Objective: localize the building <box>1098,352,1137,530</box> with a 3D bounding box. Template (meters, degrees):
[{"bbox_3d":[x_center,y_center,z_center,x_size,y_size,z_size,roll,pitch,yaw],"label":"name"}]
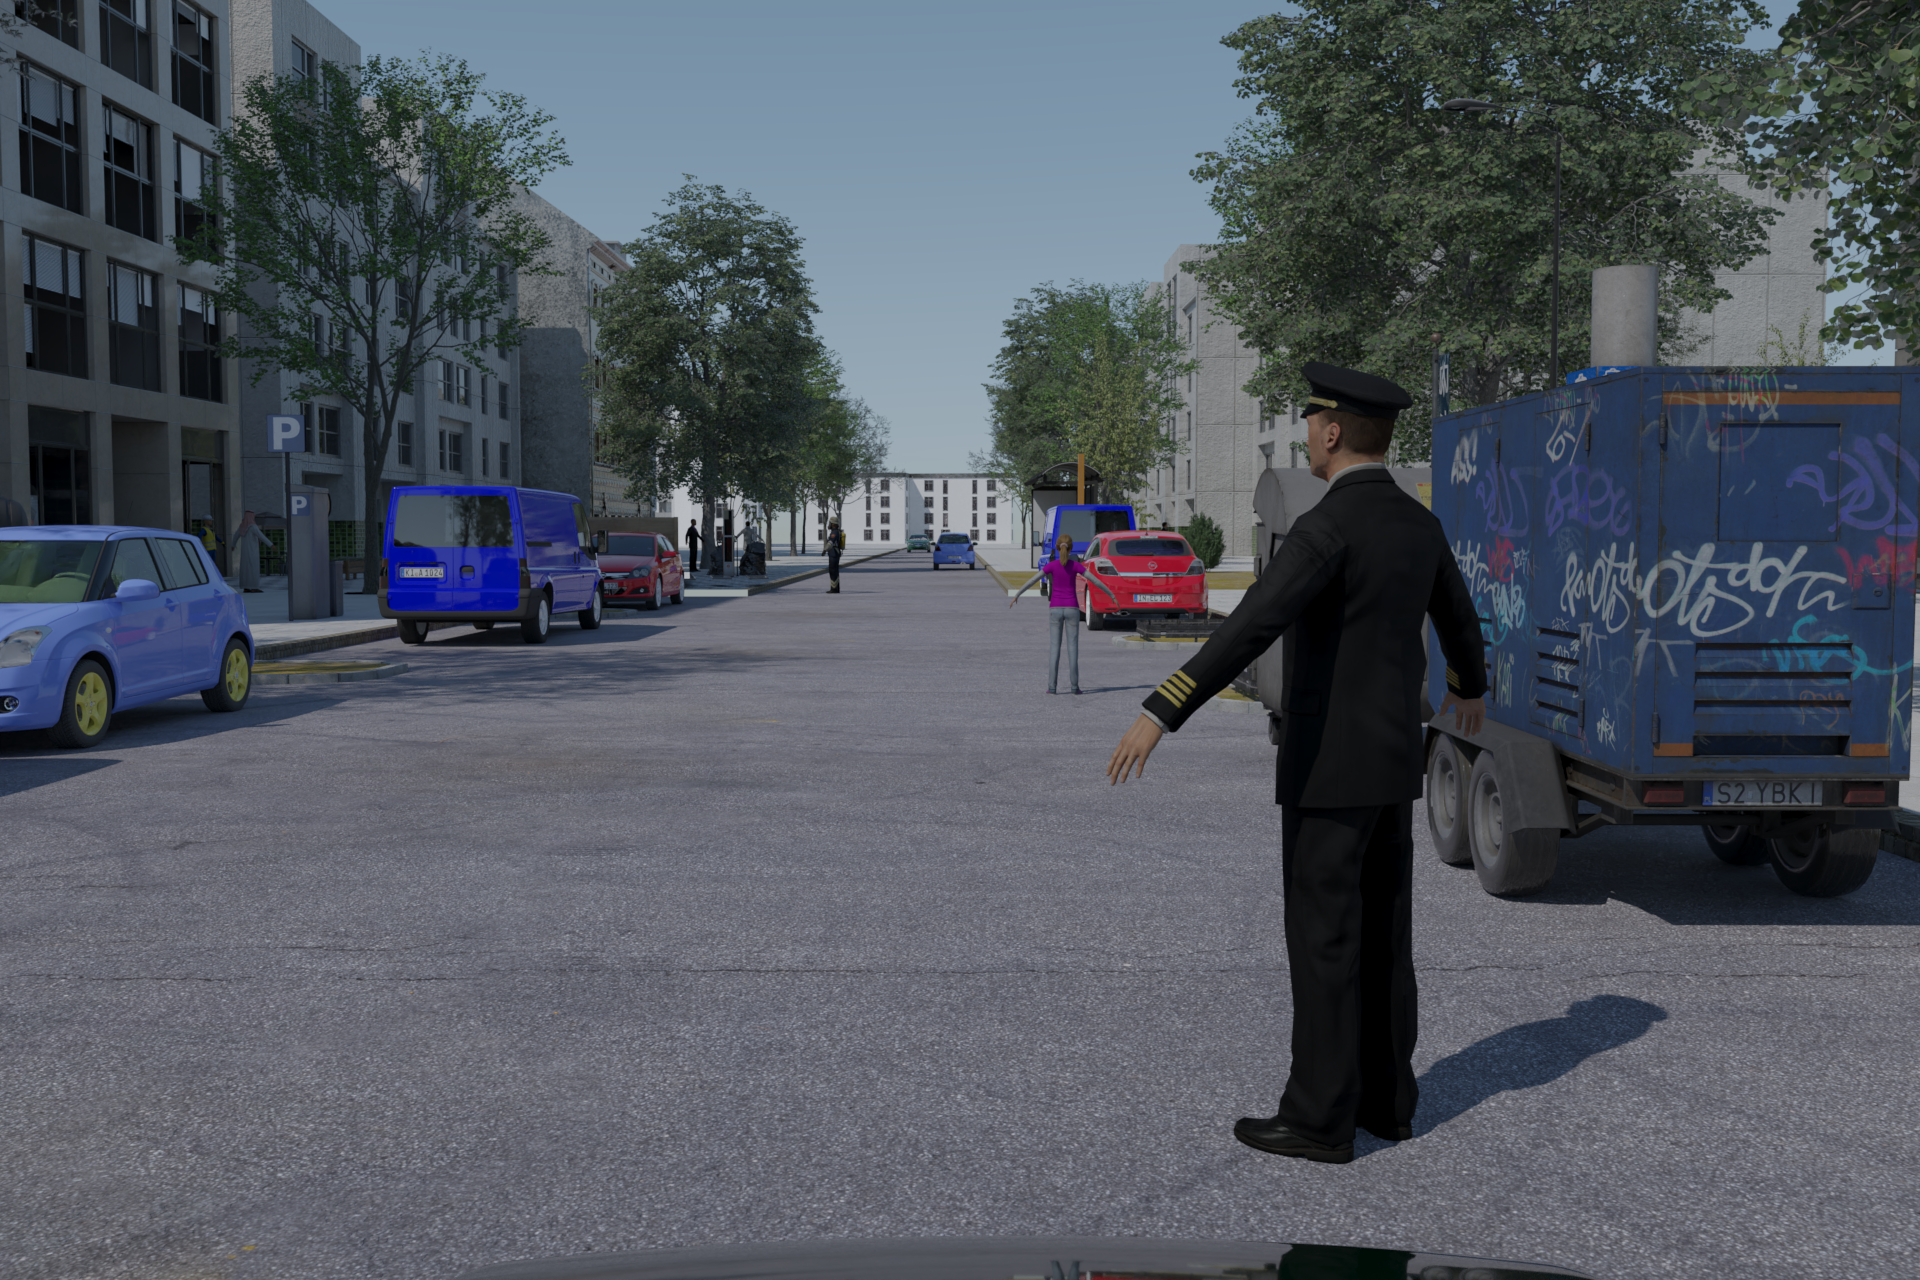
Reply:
[{"bbox_3d":[22.483,-18.404,167.365,16.747,18.905,31.486,0,4,-1],"label":"building"}]

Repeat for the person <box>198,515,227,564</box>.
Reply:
[{"bbox_3d":[-18.861,-2.275,43.661,0.721,1.772,1.216,0,4,6],"label":"person"}]

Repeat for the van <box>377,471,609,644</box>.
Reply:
[{"bbox_3d":[-6.371,-1.218,24.301,2.240,2.365,5.245,0,4,0],"label":"van"}]

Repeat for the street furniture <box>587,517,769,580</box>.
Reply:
[{"bbox_3d":[-10.717,-2.317,44.743,11.010,1.723,9.812,-1,4,-10],"label":"street furniture"}]

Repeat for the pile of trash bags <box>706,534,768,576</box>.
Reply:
[{"bbox_3d":[-6.998,-2.701,53.912,1.912,1.369,3.447,0,4,0],"label":"pile of trash bags"}]

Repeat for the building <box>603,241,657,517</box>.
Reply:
[{"bbox_3d":[-27.059,-15.696,113.043,16.016,20.090,11.380,0,3,0],"label":"building"}]

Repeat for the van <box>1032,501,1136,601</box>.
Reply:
[{"bbox_3d":[2.792,-2.083,38.438,2.240,2.365,5.245,0,4,0],"label":"van"}]

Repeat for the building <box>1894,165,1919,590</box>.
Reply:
[{"bbox_3d":[25.129,-11.044,28.793,9.793,21.092,18.267,0,4,0],"label":"building"}]

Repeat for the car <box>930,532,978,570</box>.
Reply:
[{"bbox_3d":[-0.239,-3.700,70.092,1.945,1.707,3.694,0,4,0],"label":"car"}]

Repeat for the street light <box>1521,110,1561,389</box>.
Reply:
[{"bbox_3d":[6.938,-2.821,18.660,1.470,5.913,1.316,0,4,0],"label":"street light"}]

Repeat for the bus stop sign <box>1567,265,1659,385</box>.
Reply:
[{"bbox_3d":[6.612,-1.731,17.326,0.837,3.901,0.837,0,4,0],"label":"bus stop sign"}]

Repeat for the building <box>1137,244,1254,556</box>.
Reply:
[{"bbox_3d":[21.763,-15.167,114.446,16.747,18.905,31.486,0,4,0],"label":"building"}]

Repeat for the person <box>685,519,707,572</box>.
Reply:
[{"bbox_3d":[-9.014,-3.211,58.730,0.704,1.802,1.346,1,4,20],"label":"person"}]

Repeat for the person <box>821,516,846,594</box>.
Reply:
[{"bbox_3d":[-3.058,-2.048,41.723,0.705,1.856,1.354,1,4,10],"label":"person"}]

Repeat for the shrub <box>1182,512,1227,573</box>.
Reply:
[{"bbox_3d":[8.013,-3.284,57.739,1.661,2.075,1.752,0,3,0],"label":"shrub"}]

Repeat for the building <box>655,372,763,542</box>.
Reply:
[{"bbox_3d":[-29.624,-21.245,203.781,16.016,20.090,11.380,0,4,-1],"label":"building"}]

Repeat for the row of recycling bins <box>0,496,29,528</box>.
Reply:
[{"bbox_3d":[-9.593,-0.526,15.721,1.069,1.692,3.534,0,4,1],"label":"row of recycling bins"}]

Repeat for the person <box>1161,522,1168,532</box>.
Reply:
[{"bbox_3d":[8.952,-4.242,75.537,0.705,1.806,1.347,0,4,-6],"label":"person"}]

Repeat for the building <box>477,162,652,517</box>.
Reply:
[{"bbox_3d":[-28.256,-16.300,97.432,19.493,23.208,18.063,0,4,-1],"label":"building"}]

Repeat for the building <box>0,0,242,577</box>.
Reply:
[{"bbox_3d":[-29.504,-13.903,30.520,19.350,26.588,34.151,0,4,0],"label":"building"}]

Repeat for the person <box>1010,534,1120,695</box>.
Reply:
[{"bbox_3d":[0.936,-0.231,15.503,0.991,1.433,0.599,0,4,6],"label":"person"}]

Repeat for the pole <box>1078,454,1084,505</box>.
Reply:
[{"bbox_3d":[3.085,-3.081,44.220,0.158,3.312,0.155,0,3,0],"label":"pole"}]

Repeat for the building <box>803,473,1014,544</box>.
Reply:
[{"bbox_3d":[-6.830,-17.829,236.115,28.070,9.664,9.099,0,4,7],"label":"building"}]

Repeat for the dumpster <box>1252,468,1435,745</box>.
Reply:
[{"bbox_3d":[2.864,-0.186,11.262,1.865,1.857,1.264,0,4,-1],"label":"dumpster"}]

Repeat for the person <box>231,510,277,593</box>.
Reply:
[{"bbox_3d":[-15.481,-1.938,37.834,1.347,1.811,0.704,2,4,27],"label":"person"}]

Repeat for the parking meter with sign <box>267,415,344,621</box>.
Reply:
[{"bbox_3d":[-9.845,-1.831,26.204,0.543,3.016,1.738,0,4,-1],"label":"parking meter with sign"}]

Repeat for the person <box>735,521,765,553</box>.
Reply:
[{"bbox_3d":[-8.475,-3.863,69.341,1.347,1.806,0.705,1,4,12],"label":"person"}]

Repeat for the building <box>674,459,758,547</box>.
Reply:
[{"bbox_3d":[-25.644,-14.682,182.204,9.099,9.664,28.070,0,4,-1],"label":"building"}]

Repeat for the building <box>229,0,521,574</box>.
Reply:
[{"bbox_3d":[-30.134,-12.476,70.433,16.747,18.905,31.486,0,4,-1],"label":"building"}]

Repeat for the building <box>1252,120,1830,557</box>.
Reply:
[{"bbox_3d":[25.080,-13.228,82.728,16.747,18.905,31.486,0,4,0],"label":"building"}]

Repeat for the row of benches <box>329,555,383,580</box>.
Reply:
[{"bbox_3d":[-17.014,-2.113,50.007,1.422,0.672,4.104,1,4,9],"label":"row of benches"}]

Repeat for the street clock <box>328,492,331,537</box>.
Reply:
[{"bbox_3d":[-10.545,-1.467,28.558,0.358,2.002,0.471,0,4,1],"label":"street clock"}]

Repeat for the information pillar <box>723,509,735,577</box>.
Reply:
[{"bbox_3d":[-6.843,-2.862,51.279,0.304,2.012,0.304,0,3,0],"label":"information pillar"}]

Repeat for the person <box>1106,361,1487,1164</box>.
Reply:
[{"bbox_3d":[0.889,0.265,4.065,1.347,1.837,0.705,-3,5,-41],"label":"person"}]

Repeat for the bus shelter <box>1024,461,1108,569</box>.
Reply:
[{"bbox_3d":[3.046,-3.496,51.086,2.014,3.302,5.546,0,4,-1],"label":"bus shelter"}]
